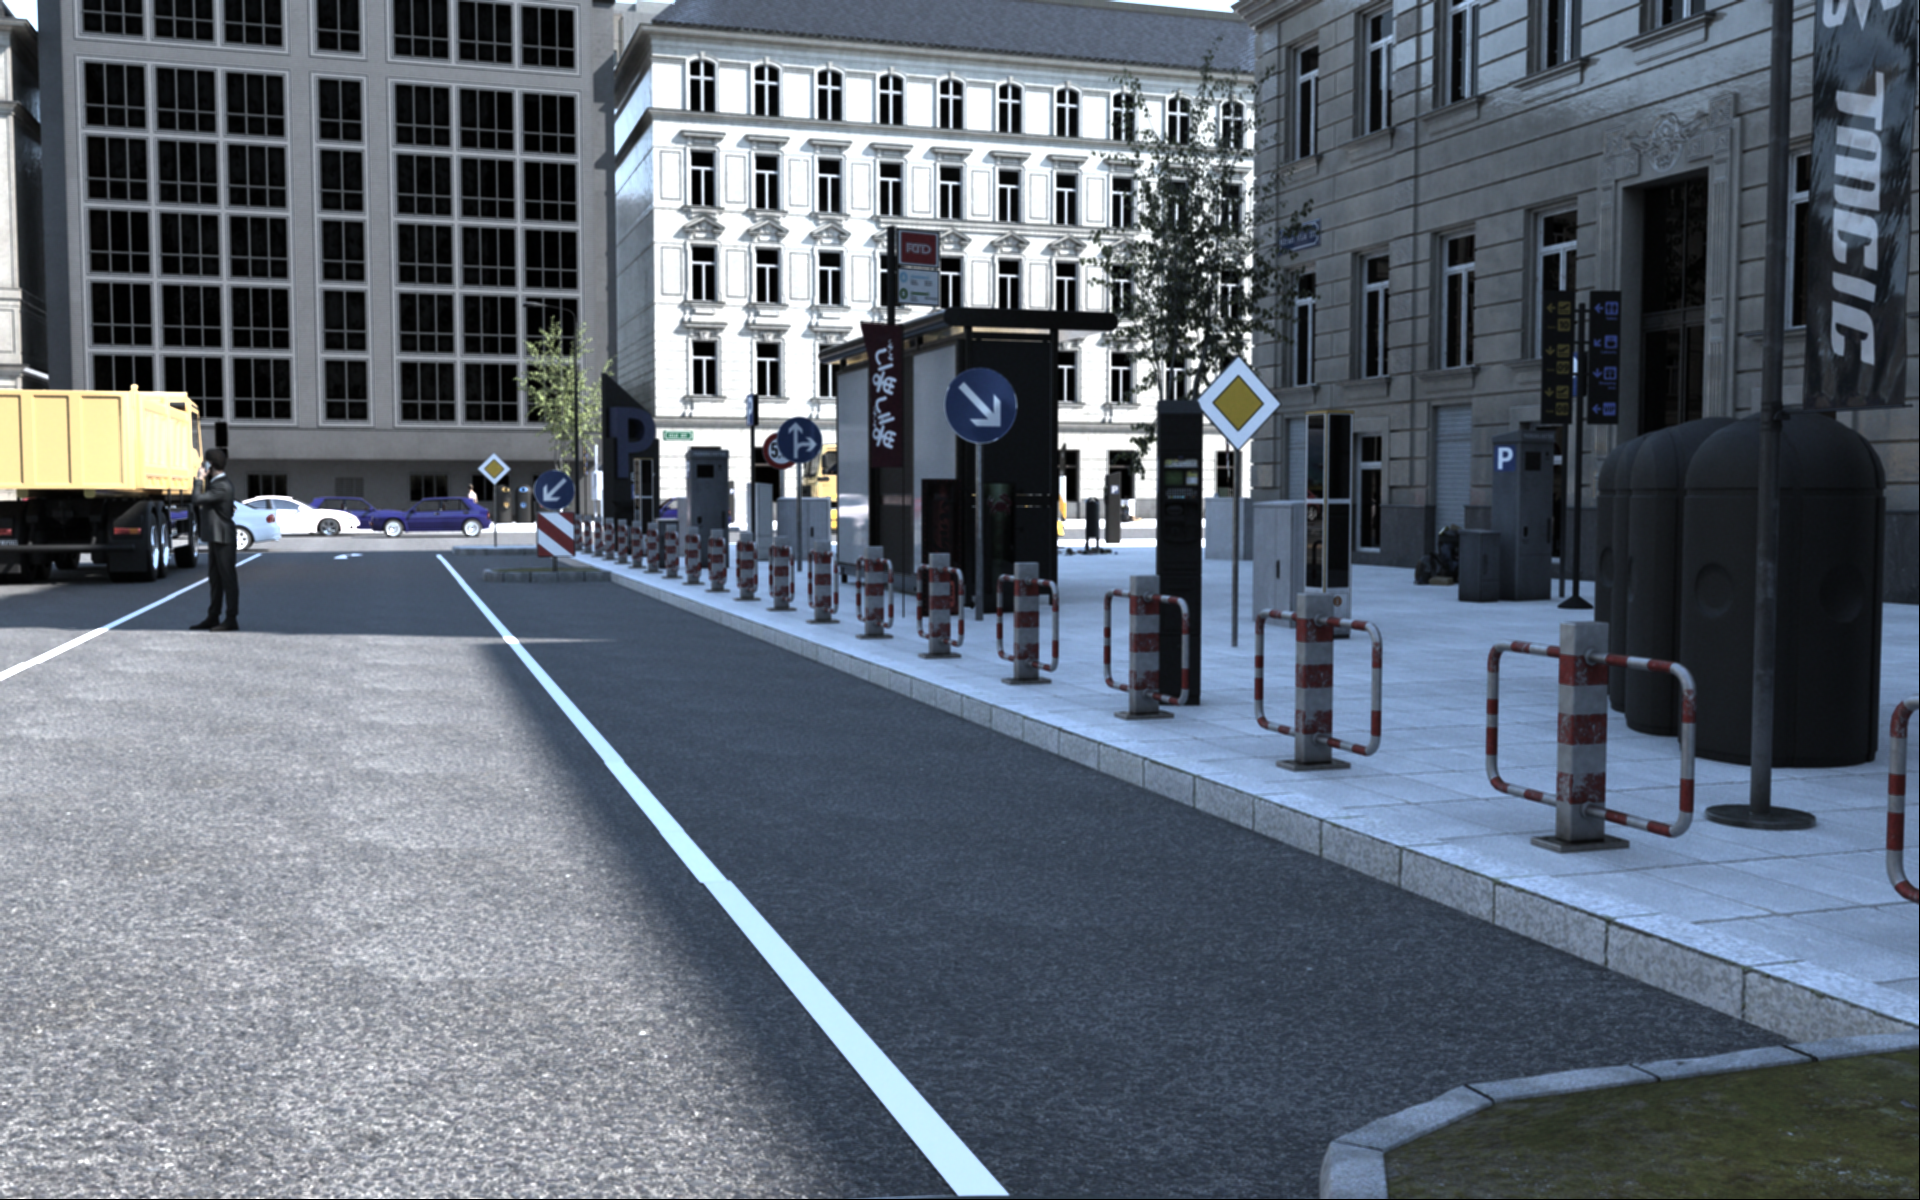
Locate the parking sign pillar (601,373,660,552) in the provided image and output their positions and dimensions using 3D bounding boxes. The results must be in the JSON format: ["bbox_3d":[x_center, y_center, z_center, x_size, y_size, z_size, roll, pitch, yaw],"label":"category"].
[{"bbox_3d":[-7.416,-3.094,39.065,1.447,3.967,1.447,3,5,40],"label":"parking sign pillar"}]

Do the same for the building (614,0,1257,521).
[{"bbox_3d":[3.828,-19.392,93.474,44.131,29.872,17.030,-1,4,-18],"label":"building"}]

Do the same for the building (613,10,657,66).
[{"bbox_3d":[-26.744,-28.618,151.496,14.154,41.232,14.086,-1,4,-18],"label":"building"}]

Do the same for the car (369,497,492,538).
[{"bbox_3d":[-17.707,-2.775,57.950,3.894,1.354,1.945,-1,4,-17],"label":"car"}]

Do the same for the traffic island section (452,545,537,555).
[{"bbox_3d":[-11.212,-1.200,41.894,2.009,0.180,2.903,-1,4,-18],"label":"traffic island section"}]

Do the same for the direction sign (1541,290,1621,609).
[{"bbox_3d":[6.924,-1.675,19.377,0.876,3.537,0.379,0,4,-3],"label":"direction sign"}]

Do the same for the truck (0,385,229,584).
[{"bbox_3d":[-15.461,-2.168,31.376,3.469,3.379,9.791,-1,4,-17],"label":"truck"}]

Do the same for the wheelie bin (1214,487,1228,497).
[{"bbox_3d":[12.142,-4.390,79.691,0.980,1.594,0.693,0,4,-4],"label":"wheelie bin"}]

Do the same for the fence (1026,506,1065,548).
[{"bbox_3d":[1.486,-1.868,41.747,2.264,1.192,0.480,3,5,41],"label":"fence"}]

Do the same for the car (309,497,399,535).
[{"bbox_3d":[-21.575,-3.007,61.744,3.894,1.354,1.945,-1,4,-19],"label":"car"}]

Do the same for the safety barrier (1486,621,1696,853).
[{"bbox_3d":[2.258,0.489,6.286,0.300,0.817,1.120,-1,4,-18],"label":"safety barrier"}]

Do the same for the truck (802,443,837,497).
[{"bbox_3d":[-2.028,-4.342,66.914,9.791,3.379,3.469,-1,4,-18],"label":"truck"}]

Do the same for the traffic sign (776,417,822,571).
[{"bbox_3d":[-2.665,-1.749,28.705,0.768,2.556,0.104,-1,4,-17],"label":"traffic sign"}]

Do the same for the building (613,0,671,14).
[{"bbox_3d":[-29.598,-33.939,174.513,23.786,49.044,30.456,-1,4,-18],"label":"building"}]

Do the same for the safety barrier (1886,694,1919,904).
[{"bbox_3d":[2.860,0.600,4.466,0.300,0.817,1.120,-1,4,-18],"label":"safety barrier"}]

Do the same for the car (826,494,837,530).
[{"bbox_3d":[-4.546,-3.203,62.589,3.980,1.641,2.015,-1,4,-19],"label":"car"}]

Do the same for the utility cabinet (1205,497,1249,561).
[{"bbox_3d":[5.265,-1.388,33.854,0.306,1.237,1.020,-3,5,-41],"label":"utility cabinet"}]

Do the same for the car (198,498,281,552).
[{"bbox_3d":[-19.384,-1.914,43.297,4.499,1.417,2.014,-1,4,-20],"label":"car"}]

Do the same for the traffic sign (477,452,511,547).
[{"bbox_3d":[-11.232,-2.334,41.809,0.795,2.450,0.064,-1,4,-18],"label":"traffic sign"}]

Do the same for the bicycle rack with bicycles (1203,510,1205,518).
[{"bbox_3d":[13.144,-4.391,85.181,2.925,0.926,2.852,-2,4,-29],"label":"bicycle rack with bicycles"}]

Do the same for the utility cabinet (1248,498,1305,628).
[{"bbox_3d":[3.182,-0.358,17.015,0.306,1.237,1.020,-1,4,-11],"label":"utility cabinet"}]

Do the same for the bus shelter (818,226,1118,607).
[{"bbox_3d":[-0.516,-2.824,23.798,2.179,5.291,8.768,-1,4,-18],"label":"bus shelter"}]

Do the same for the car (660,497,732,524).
[{"bbox_3d":[-10.759,-3.276,66.135,3.894,1.354,1.945,-1,4,-17],"label":"car"}]

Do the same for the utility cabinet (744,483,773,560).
[{"bbox_3d":[-3.893,-1.535,33.778,0.318,1.500,1.173,-1,4,-17],"label":"utility cabinet"}]

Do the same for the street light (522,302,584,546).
[{"bbox_3d":[-9.897,-4.261,42.203,1.470,5.913,1.316,-1,4,-18],"label":"street light"}]

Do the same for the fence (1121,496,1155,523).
[{"bbox_3d":[8.144,-4.001,76.612,2.264,1.192,0.480,3,5,43],"label":"fence"}]

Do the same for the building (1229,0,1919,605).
[{"bbox_3d":[15.043,-13.936,25.118,12.463,27.353,25.104,-1,4,-18],"label":"building"}]

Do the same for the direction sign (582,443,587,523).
[{"bbox_3d":[-16.655,-5.200,77.021,0.379,3.537,0.876,0,4,-4],"label":"direction sign"}]

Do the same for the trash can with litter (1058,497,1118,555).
[{"bbox_3d":[2.580,-1.598,37.187,1.678,1.210,2.233,2,4,30],"label":"trash can with litter"}]

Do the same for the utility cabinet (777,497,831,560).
[{"bbox_3d":[-3.026,-1.372,33.587,1.020,1.237,0.306,1,4,9],"label":"utility cabinet"}]

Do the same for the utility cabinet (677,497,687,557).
[{"bbox_3d":[-5.474,-1.514,35.921,0.306,1.237,1.020,1,4,22],"label":"utility cabinet"}]

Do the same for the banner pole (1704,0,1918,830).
[{"bbox_3d":[3.212,-1.006,6.469,0.401,3.779,0.863,-1,4,-18],"label":"banner pole"}]

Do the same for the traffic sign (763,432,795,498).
[{"bbox_3d":[-3.672,-2.172,35.623,0.768,2.556,0.104,-1,4,-10],"label":"traffic sign"}]

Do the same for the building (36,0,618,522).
[{"bbox_3d":[-28.914,-17.618,81.554,24.014,27.812,14.314,-1,4,-18],"label":"building"}]

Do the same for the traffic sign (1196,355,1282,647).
[{"bbox_3d":[2.308,-0.814,14.502,0.795,2.450,0.064,-1,4,-16],"label":"traffic sign"}]

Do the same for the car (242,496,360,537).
[{"bbox_3d":[-22.937,-2.840,58.796,4.827,1.381,2.083,-1,4,-17],"label":"car"}]

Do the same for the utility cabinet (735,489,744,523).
[{"bbox_3d":[-9.159,-4.059,75.048,1.173,1.500,0.318,0,4,-5],"label":"utility cabinet"}]

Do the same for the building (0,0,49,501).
[{"bbox_3d":[-54.948,-14.743,74.332,30.059,22.955,16.112,-1,4,-18],"label":"building"}]

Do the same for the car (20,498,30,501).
[{"bbox_3d":[-28.914,-3.053,58.585,5.304,1.827,2.281,-1,4,-19],"label":"car"}]

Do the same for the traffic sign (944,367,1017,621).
[{"bbox_3d":[0.197,-1.064,17.503,0.768,2.556,0.104,-1,4,-15],"label":"traffic sign"}]

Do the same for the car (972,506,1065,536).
[{"bbox_3d":[1.157,-2.532,51.628,3.980,1.641,2.015,-1,4,-20],"label":"car"}]
